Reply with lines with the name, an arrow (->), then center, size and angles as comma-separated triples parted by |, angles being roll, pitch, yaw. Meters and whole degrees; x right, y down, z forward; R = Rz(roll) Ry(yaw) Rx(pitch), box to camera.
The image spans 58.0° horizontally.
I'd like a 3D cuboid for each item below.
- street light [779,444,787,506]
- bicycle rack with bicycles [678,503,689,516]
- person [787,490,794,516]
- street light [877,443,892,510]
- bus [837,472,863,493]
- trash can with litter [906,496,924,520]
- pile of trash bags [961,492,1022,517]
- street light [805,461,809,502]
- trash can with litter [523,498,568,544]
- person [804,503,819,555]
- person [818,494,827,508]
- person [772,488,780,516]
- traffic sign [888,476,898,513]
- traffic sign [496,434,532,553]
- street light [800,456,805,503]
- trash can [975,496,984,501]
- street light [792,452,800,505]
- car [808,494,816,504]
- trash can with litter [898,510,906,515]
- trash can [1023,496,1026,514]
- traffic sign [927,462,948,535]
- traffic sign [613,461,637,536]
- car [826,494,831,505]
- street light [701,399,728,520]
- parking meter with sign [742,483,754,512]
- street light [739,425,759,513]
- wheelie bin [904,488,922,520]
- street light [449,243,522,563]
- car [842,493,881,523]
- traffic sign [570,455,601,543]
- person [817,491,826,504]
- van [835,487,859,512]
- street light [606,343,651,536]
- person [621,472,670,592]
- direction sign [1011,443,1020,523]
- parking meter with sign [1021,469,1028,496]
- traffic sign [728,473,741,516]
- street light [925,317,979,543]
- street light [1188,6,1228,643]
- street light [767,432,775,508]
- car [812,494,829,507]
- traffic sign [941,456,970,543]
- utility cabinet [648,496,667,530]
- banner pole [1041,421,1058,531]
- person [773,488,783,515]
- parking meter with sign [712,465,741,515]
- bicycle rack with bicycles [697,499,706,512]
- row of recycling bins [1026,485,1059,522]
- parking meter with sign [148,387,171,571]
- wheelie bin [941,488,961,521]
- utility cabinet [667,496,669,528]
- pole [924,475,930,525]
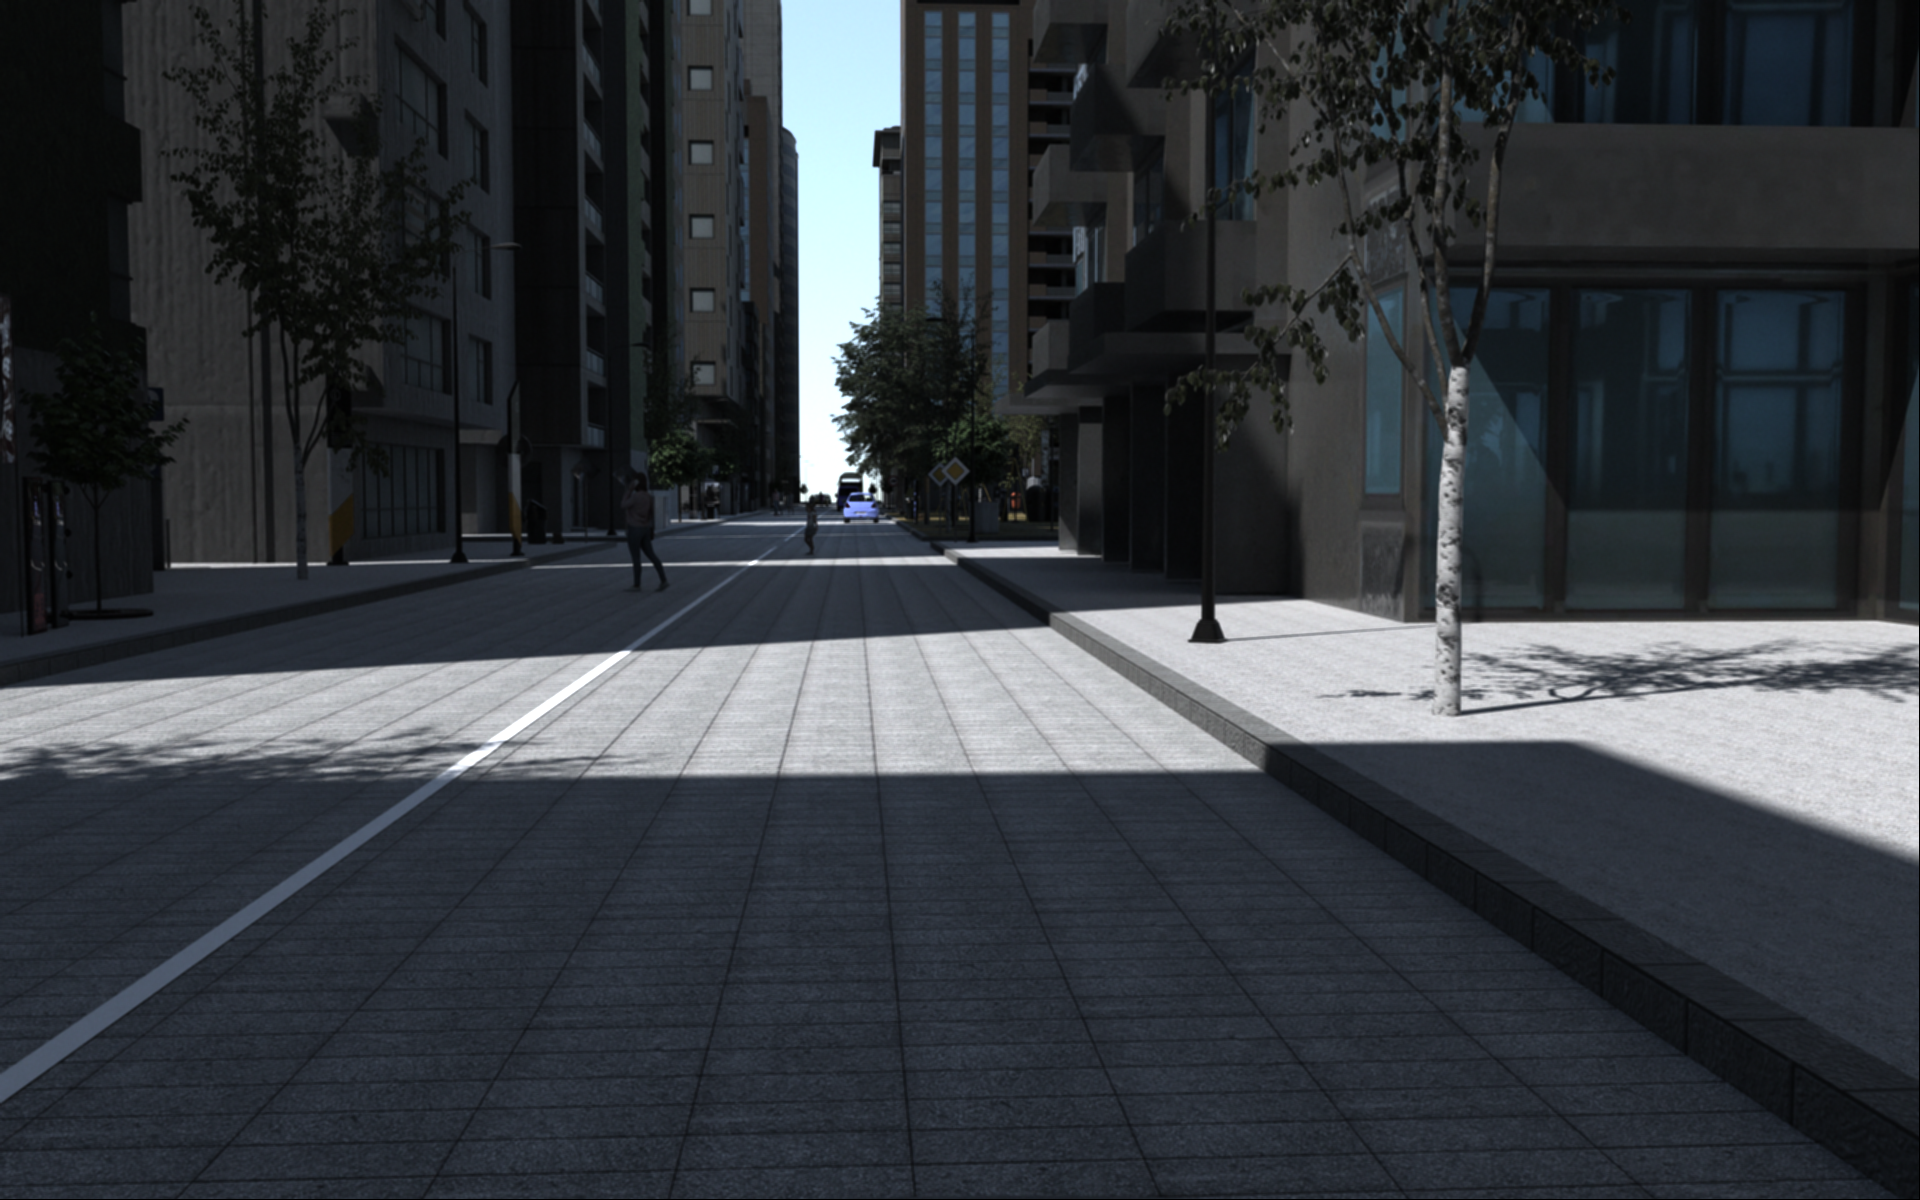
street light -> -16.882, -11.494, 160.472 | 1.470, 5.913, 1.316 | 0, 4, -4
bicycle rack with bicycles -> -18.072, -5.434, 102.231 | 2.852, 0.926, 2.925 | -2, 4, -35
person -> -11.245, -6.462, 114.910 | 0.466, 1.731, 0.760 | 1, 4, 10
street light -> -6.308, -10.328, 141.411 | 1.470, 5.913, 1.316 | 0, 4, -4
bus -> -12.394, -12.512, 196.124 | 2.896, 3.916, 12.252 | 0, 4, -5
trash can with litter -> -2.115, -4.717, 88.511 | 0.624, 1.170, 1.055 | -2, 4, -30
pile of trash bags -> 1.887, -5.315, 96.649 | 3.447, 1.369, 1.912 | -2, 4, -28
street light -> -21.947, -16.550, 243.125 | 1.470, 5.913, 1.316 | 0, 4, -4
trash can with litter -> -10.670, -2.031, 44.587 | 1.055, 1.170, 0.624 | -2, 4, -24
person -> -3.466, -1.677, 40.929 | 0.382, 1.210, 0.505 | -3, 4, -36
person -> -14.185, -10.208, 178.622 | 0.991, 1.433, 0.599 | -1, 4, -20
person -> -11.918, -6.332, 112.030 | 0.555, 1.821, 0.388 | -3, 4, -39
traffic sign -> -4.592, -7.278, 119.093 | 0.768, 2.556, 0.104 | 0, 4, -3
traffic sign -> -9.301, -2.202, 36.117 | 0.768, 2.556, 0.104 | 0, 4, 6
street light -> -20.022, -14.666, 212.329 | 1.470, 5.913, 1.316 | 0, 4, -4
trash can -> 1.435, -7.033, 126.634 | 0.748, 1.137, 0.748 | 0, 3, 0
street light -> -18.738, -13.378, 191.272 | 1.470, 5.913, 1.316 | 0, 4, -4
car -> -18.964, -13.214, 228.054 | 2.014, 1.417, 4.499 | 0, 4, -2
trash can with litter -> -3.314, -5.916, 108.110 | 1.055, 1.170, 0.624 | -1, 4, -16
trash can -> 4.268, -5.991, 109.611 | 0.748, 1.137, 0.748 | 0, 3, 0
traffic sign -> -0.619, -3.061, 53.685 | 0.795, 2.450, 0.064 | 0, 4, -4
traffic sign -> -10.246, -3.025, 53.108 | 0.795, 2.450, 0.064 | 0, 4, -4
car -> -18.581, -13.983, 237.424 | 1.959, 1.807, 4.718 | 0, 4, -3
street light -> -12.020, -6.863, 84.755 | 1.470, 5.913, 1.316 | 0, 4, -4
parking meter with sign -> -15.440, -7.755, 123.050 | 1.738, 3.016, 0.543 | 2, 4, 25
street light -> -14.089, -8.761, 115.791 | 1.470, 5.913, 1.316 | 0, 4, -4
wheelie bin -> -2.367, -4.851, 87.221 | 0.980, 1.594, 0.693 | 2, 4, 34
street light -> -8.813, -3.648, 32.194 | 1.470, 5.913, 1.316 | 0, 4, -4
car -> -4.897, -4.686, 86.211 | 1.945, 1.707, 3.694 | 0, 4, -2
traffic sign -> -9.750, -2.538, 45.138 | 0.795, 2.450, 0.064 | 0, 4, -4
person -> -15.203, -11.054, 190.018 | 1.217, 1.735, 0.721 | 2, 4, 32
van -> -9.208, -8.479, 143.021 | 2.240, 2.365, 5.245 | 0, 4, -4
street light -> -10.188, -4.934, 53.219 | 1.470, 5.913, 1.316 | 0, 4, -4
person -> -4.620, -1.000, 25.440 | 0.643, 1.750, 0.593 | 1, 4, 19
direction sign -> 2.499, -5.249, 77.818 | 0.379, 3.537, 0.876 | -1, 4, -16
parking meter with sign -> 4.931, -7.438, 117.867 | 0.543, 3.016, 1.738 | -3, 4, -36
traffic sign -> -13.491, -6.330, 103.606 | 0.768, 2.556, 0.104 | 0, 4, 2
street light -> -0.206, -4.472, 45.661 | 1.470, 5.913, 1.316 | 0, 4, -4
street light -> 1.613, -2.587, 14.841 | 1.470, 5.913, 1.316 | 0, 4, -4
street light -> -14.845, -9.611, 129.684 | 1.470, 5.913, 1.316 | 0, 4, -4
car -> -16.076, -11.603, 199.928 | 2.015, 1.641, 3.980 | 0, 4, -3
traffic sign -> -0.123, -2.573, 45.716 | 0.795, 2.450, 0.064 | 0, 4, -4
utility cabinet -> -10.940, -3.123, 62.223 | 0.306, 1.237, 1.020 | 1, 4, 10
banner pole -> 3.024, -4.252, 59.540 | 0.401, 3.779, 0.863 | 3, 5, 41
person -> -12.569, -6.776, 119.156 | 0.748, 1.841, 0.638 | 3, 5, 41
parking meter with sign -> -14.273, -6.665, 105.234 | 0.543, 3.016, 1.738 | 2, 4, 33
bicycle rack with bicycles -> -18.969, -6.606, 121.397 | 2.852, 0.926, 2.925 | 3, 5, 43
row of recycling bins -> 4.761, -4.494, 80.591 | 3.534, 1.692, 1.069 | -1, 4, -18
parking meter with sign -> -13.586, -2.010, 29.122 | 0.543, 3.016, 1.738 | -1, 4, -20
wheelie bin -> -0.443, -4.660, 84.101 | 0.980, 1.594, 0.693 | 0, 4, -6
utility cabinet -> -11.217, -3.321, 65.461 | 0.306, 1.237, 1.020 | 0, 4, -2
pole -> -1.388, -4.830, 72.815 | 0.158, 3.312, 0.155 | 0, 3, 0
